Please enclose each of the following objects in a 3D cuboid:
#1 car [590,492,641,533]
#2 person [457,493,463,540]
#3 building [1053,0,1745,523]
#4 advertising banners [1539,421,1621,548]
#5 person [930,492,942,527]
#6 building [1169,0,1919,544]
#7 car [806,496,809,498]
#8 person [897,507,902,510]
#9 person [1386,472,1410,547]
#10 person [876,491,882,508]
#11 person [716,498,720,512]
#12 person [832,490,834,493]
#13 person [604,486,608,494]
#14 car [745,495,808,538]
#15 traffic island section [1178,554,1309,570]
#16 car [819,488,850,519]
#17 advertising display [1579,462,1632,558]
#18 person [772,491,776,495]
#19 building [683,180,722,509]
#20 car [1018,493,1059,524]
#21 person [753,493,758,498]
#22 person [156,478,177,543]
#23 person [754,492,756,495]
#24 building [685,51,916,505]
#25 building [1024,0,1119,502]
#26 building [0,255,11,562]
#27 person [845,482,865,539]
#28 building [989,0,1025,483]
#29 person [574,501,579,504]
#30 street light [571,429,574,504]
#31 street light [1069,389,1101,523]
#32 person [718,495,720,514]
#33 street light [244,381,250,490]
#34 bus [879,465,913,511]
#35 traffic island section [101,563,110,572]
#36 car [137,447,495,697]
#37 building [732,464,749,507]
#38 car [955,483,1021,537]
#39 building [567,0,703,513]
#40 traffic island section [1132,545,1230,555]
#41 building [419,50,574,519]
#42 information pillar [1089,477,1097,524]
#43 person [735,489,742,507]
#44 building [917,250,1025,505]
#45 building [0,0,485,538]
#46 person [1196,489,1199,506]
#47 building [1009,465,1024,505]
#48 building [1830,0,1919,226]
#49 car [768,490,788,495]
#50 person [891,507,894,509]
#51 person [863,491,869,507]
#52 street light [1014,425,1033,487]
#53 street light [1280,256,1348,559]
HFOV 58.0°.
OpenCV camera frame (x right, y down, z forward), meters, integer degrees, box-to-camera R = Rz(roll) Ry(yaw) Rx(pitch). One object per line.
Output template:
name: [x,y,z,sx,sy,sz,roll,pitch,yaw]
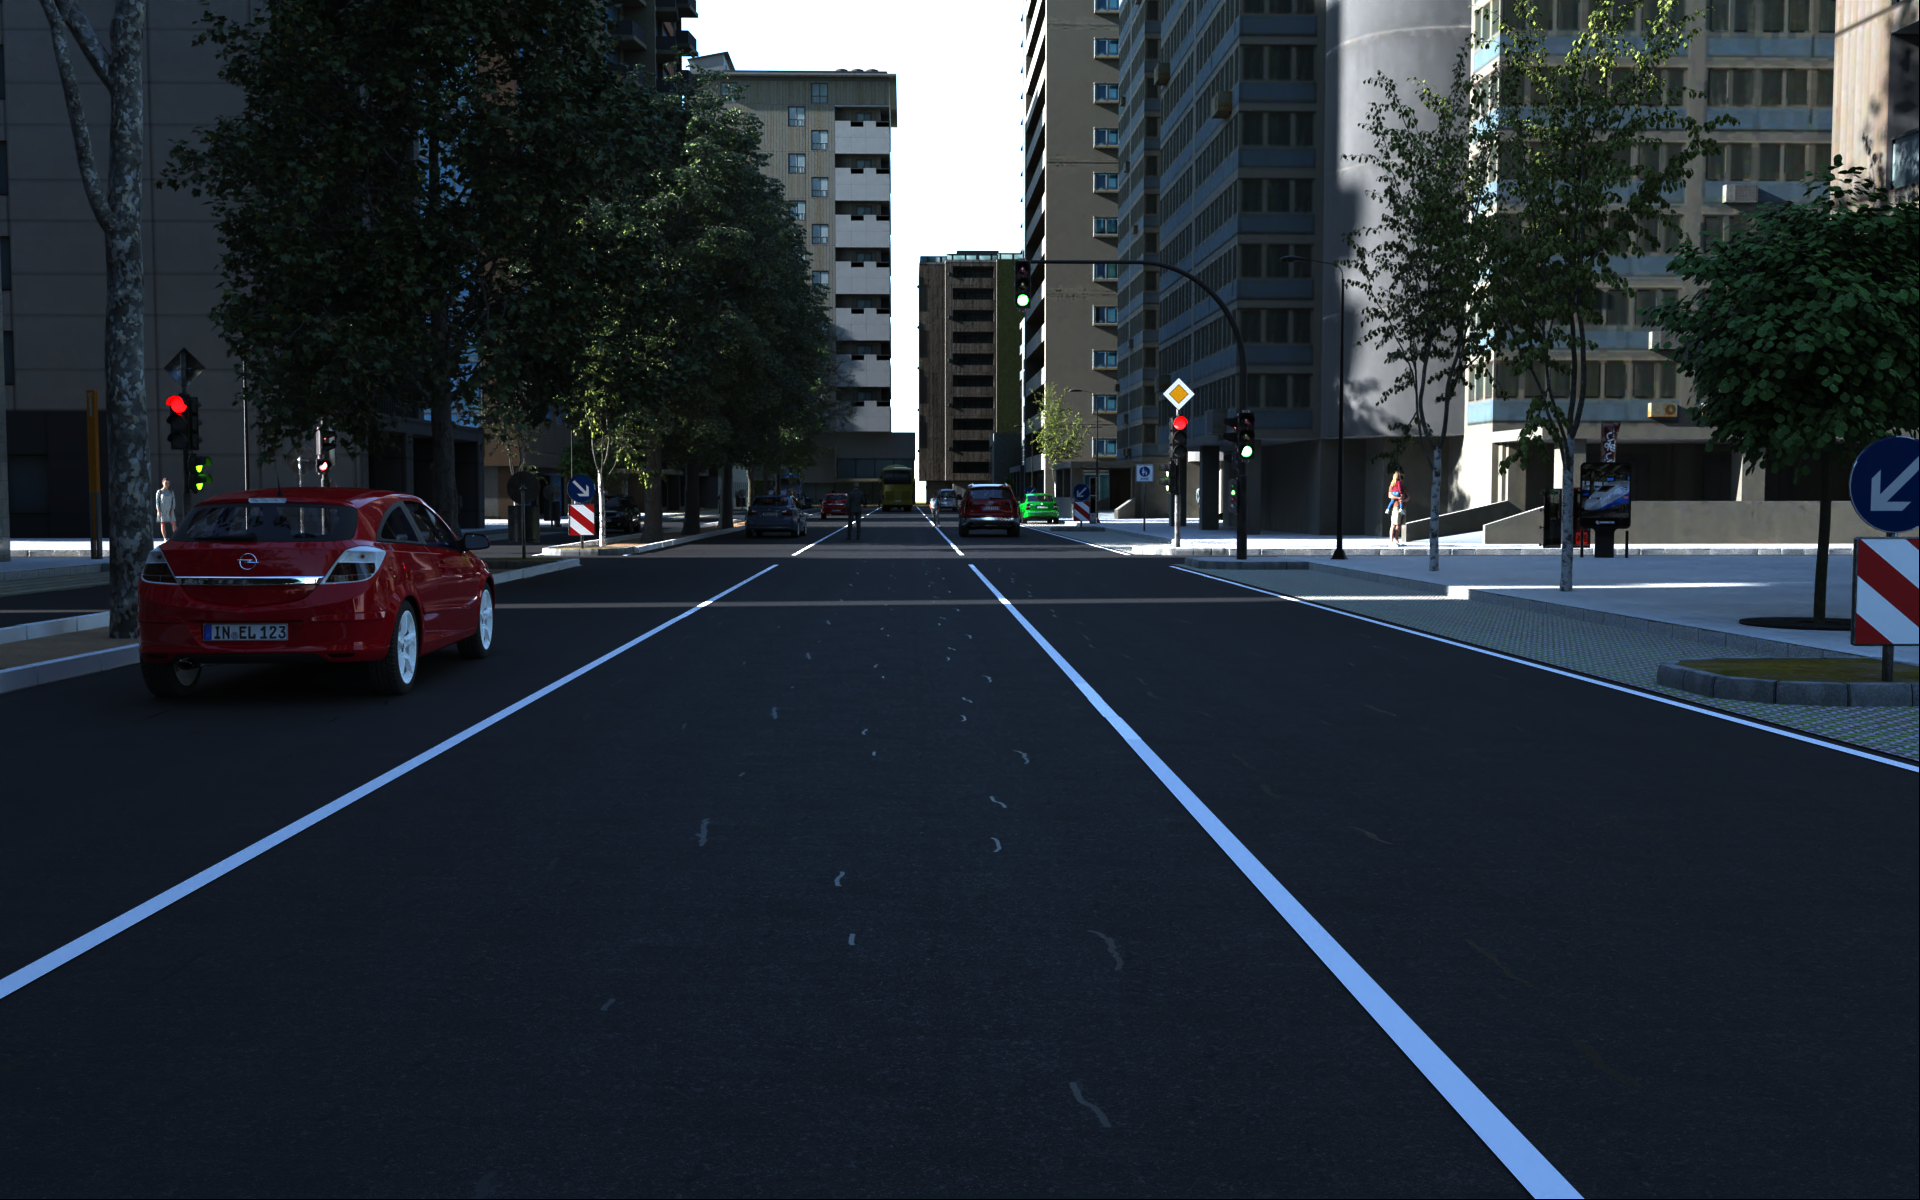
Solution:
car: [-12.954,-3.346,64.488,2.009,1.686,4.222,0,4,-3]
person: [-15.051,-2.618,51.283,0.713,1.824,0.794,-1,4,-16]
building: [21.790,-24.749,96.524,32.217,40.220,23.993,0,4,-2]
advertising banners: [14.790,-2.757,41.257,2.074,3.025,0.090,-1,4,-12]
person: [-1.045,-3.941,75.527,0.503,1.515,0.523,-1,4,-18]
building: [19.882,-22.482,59.469,23.993,40.220,32.217,0,4,-2]
car: [-17.195,-10.807,186.290,1.945,1.707,3.694,0,4,-1]
person: [-5.557,-9.188,158.814,1.348,1.812,0.705,-3,4,-36]
person: [10.667,-2.214,42.223,0.573,1.828,0.580,1,4,11]
person: [-8.129,-10.355,178.362,0.990,1.755,0.434,1,4,9]
person: [-18.052,-7.294,130.972,0.991,1.433,0.599,2,4,33]
person: [-10.480,-8.123,142.013,0.721,1.736,1.217,3,4,38]
person: [-19.190,-5.321,93.786,0.466,1.731,0.760,3,4,38]
car: [-6.152,-2.814,58.012,2.014,1.417,4.499,0,3,0]
traffic island section: [5.544,-0.718,34.023,2.009,0.180,2.903,0,4,-2]
car: [-7.073,-5.549,99.764,2.155,1.783,4.494,0,4,-3]
advertising display: [13.007,-1.816,34.909,0.974,1.923,0.123,1,4,23]
person: [-13.920,-7.305,129.398,0.415,1.643,0.593,2,4,33]
building: [-28.620,-23.258,151.968,14.160,30.474,14.107,0,4,-2]
car: [3.781,-4.632,84.537,1.959,1.807,4.718,0,4,-3]
person: [-21.450,-10.636,180.469,0.750,1.759,0.617,-3,5,-45]
person: [-20.544,-2.312,44.844,0.512,1.701,0.522,-3,5,-41]
person: [-21.707,-10.762,182.094,1.348,1.812,0.705,3,5,41]
building: [-19.393,-38.322,215.805,27.495,52.752,28.713,0,4,-2]
building: [16.181,-30.893,128.805,21.300,48.544,21.600,0,4,-2]
building: [-26.317,-10.530,26.916,16.860,20.320,10.420,0,4,-2]
person: [-3.351,-2.819,54.771,0.661,1.801,0.590,-2,4,-25]
building: [14.920,-52.759,175.281,22.319,86.520,31.000,0,4,-2]
person: [-22.932,-5.957,103.554,0.709,1.813,0.853,1,4,20]
street light: [-17.836,-6.701,82.102,1.470,5.913,1.316,0,4,-2]
street light: [5.536,-6.375,76.764,1.470,5.913,1.316,0,4,-2]
person: [-17.340,-7.144,125.757,0.568,1.767,0.683,2,4,28]
street light: [-16.693,-4.237,41.820,1.470,5.913,1.316,0,4,-2]
bus: [-5.354,-9.444,145.956,2.896,3.916,12.252,0,4,-3]
traffic island section: [-14.887,-0.679,33.383,2.009,0.180,2.903,0,4,-2]
car: [-4.930,-0.290,13.774,2.155,1.783,4.494,0,4,-4]
building: [-37.098,-20.304,177.005,28.899,21.520,27.650,0,4,-2]
car: [0.981,-3.122,59.717,2.281,1.827,5.304,0,4,-1]
building: [-31.440,-29.062,129.787,22.147,44.769,28.867,0,4,-2]
traffic island section: [5.291,-1.206,42.004,2.009,0.180,2.903,0,4,-2]
building: [-29.212,-27.073,92.754,14.600,45.320,14.200,0,4,-2]
information pillar: [5.792,-4.328,75.250,0.304,2.012,0.304,1,4,11]
person: [-21.655,-9.942,169.320,0.721,1.736,1.217,-2,4,-35]
building: [1.949,-26.710,208.414,14.107,30.474,14.160,0,4,-2]
building: [-27.952,-37.919,58.233,20.563,71.187,20.611,0,4,-2]
person: [10.888,-4.371,77.601,0.635,1.810,0.391,2,4,29]
building: [15.156,-43.481,149.158,20.563,71.187,20.611,0,4,-2]
building: [19.081,-20.586,20.179,14.154,41.232,14.086,0,4,-2]
car: [-15.310,-8.389,145.835,2.281,1.827,5.304,0,4,-3]
person: [-6.695,-9.851,170.485,0.530,1.710,0.541,1,4,20]
person: [-10.236,-10.850,186.030,1.348,1.807,0.705,-3,5,-41]
street light: [4.349,-8.838,117.045,1.470,5.913,1.316,0,4,-2]
street light: [6.934,-3.755,33.940,1.470,5.913,1.316,0,4,-2]
